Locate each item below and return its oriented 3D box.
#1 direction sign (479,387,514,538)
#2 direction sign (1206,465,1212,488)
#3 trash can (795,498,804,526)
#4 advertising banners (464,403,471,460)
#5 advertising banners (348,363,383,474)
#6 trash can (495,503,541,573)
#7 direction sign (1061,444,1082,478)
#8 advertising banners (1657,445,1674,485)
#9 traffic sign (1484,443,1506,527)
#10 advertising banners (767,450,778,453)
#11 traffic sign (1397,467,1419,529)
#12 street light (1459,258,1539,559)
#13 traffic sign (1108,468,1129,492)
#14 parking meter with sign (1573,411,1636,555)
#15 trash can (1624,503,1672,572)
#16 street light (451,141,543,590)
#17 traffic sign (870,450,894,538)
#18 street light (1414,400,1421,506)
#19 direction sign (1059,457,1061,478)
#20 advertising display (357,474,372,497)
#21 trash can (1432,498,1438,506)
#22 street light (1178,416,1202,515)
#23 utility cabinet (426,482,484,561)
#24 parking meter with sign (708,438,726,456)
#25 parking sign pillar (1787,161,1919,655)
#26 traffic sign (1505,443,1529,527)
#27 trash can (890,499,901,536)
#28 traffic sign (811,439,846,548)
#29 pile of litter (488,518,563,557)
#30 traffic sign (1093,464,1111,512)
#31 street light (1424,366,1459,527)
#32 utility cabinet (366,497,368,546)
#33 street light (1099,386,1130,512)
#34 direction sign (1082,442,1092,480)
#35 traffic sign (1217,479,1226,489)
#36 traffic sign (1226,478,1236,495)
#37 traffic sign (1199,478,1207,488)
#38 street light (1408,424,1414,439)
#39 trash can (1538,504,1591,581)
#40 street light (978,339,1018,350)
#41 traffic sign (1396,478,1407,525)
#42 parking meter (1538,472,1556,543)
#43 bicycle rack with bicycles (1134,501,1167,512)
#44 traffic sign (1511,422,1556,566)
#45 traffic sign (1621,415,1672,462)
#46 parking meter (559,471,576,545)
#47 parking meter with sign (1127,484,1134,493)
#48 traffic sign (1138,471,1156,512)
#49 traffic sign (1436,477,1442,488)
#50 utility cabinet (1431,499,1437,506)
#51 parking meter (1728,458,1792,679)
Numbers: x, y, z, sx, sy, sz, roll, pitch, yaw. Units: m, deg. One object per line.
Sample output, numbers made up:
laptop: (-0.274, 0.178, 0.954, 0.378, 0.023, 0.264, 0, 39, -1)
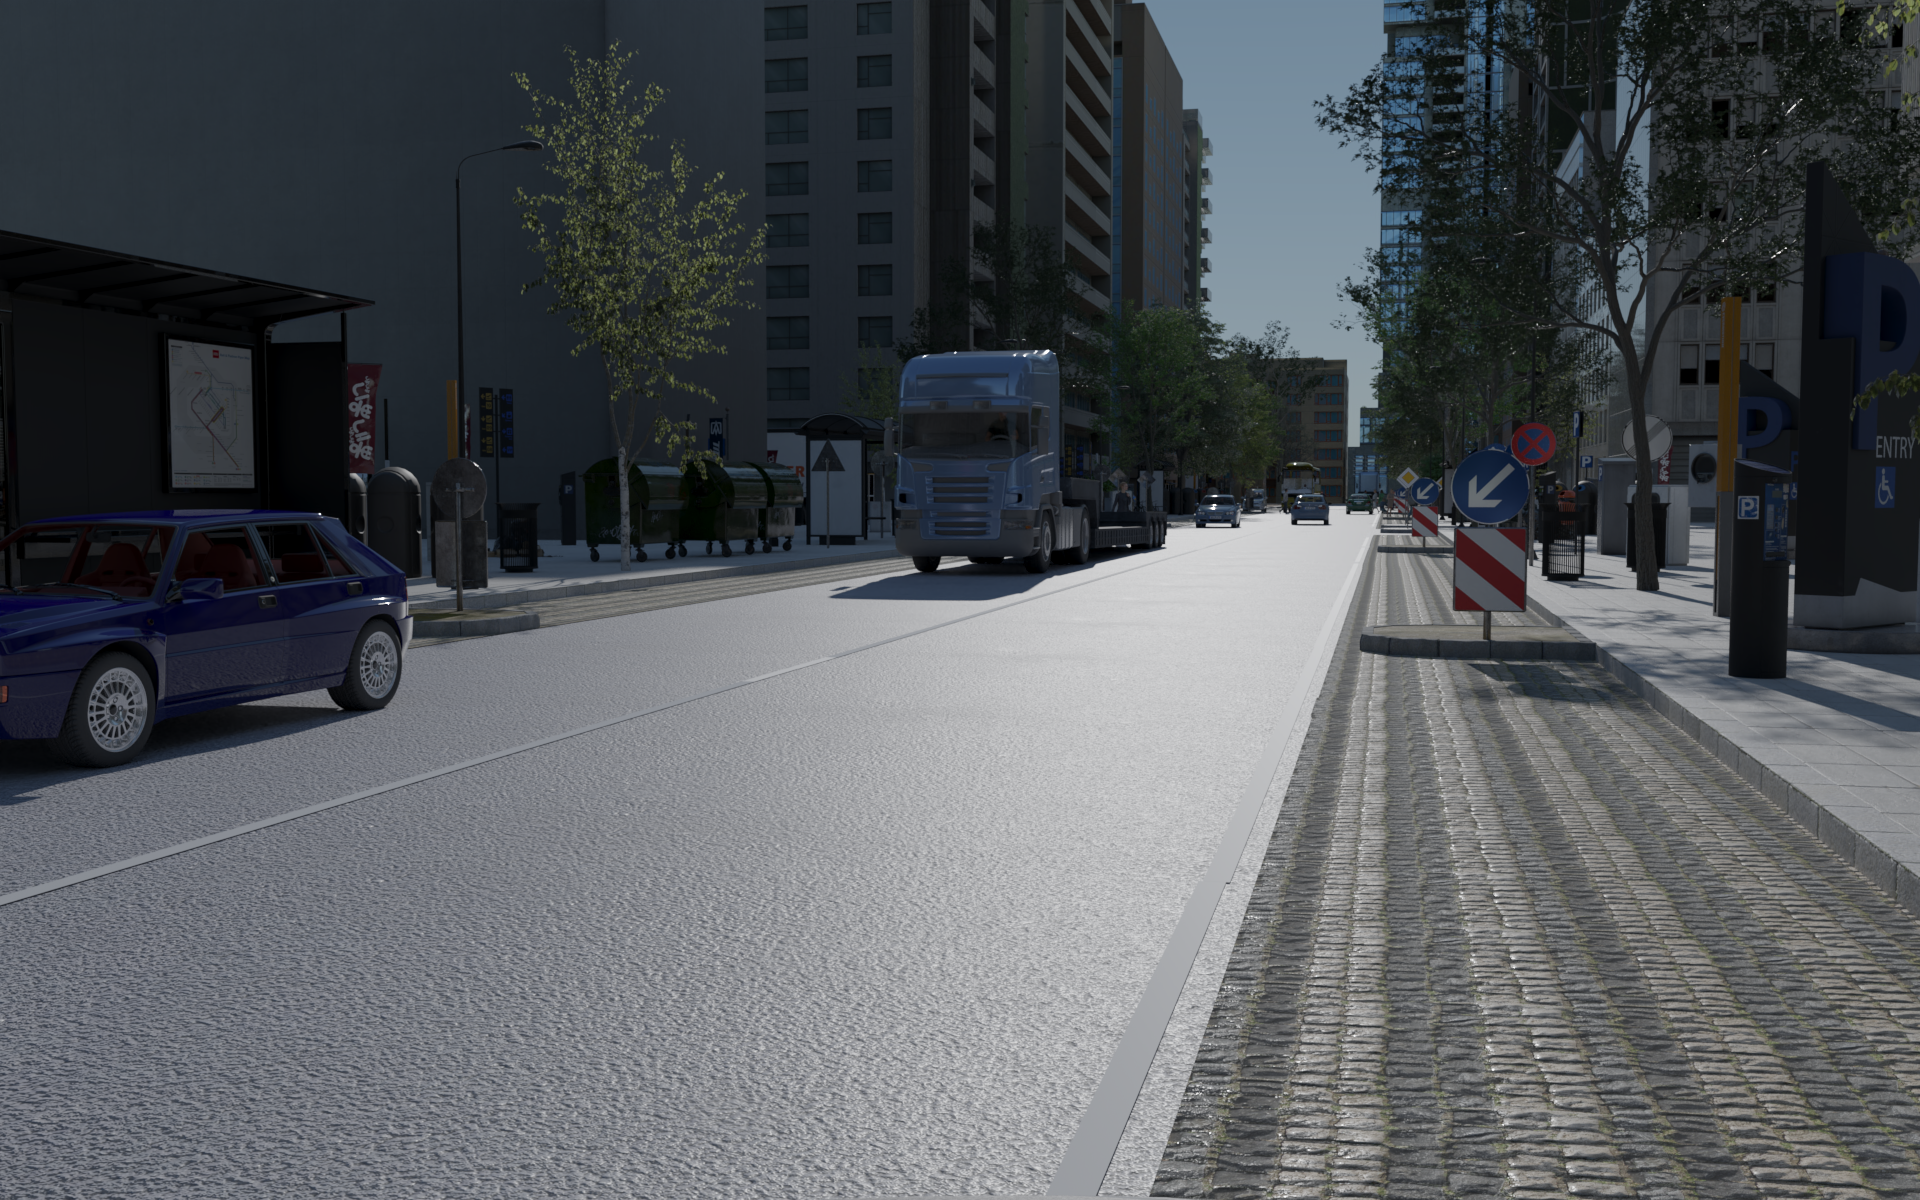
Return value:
direction sign: (-9.903, -2.757, 37.067, 0.379, 3.537, 0.876, 3, 4, 36)
direction sign: (17.902, -8.112, 124.634, 0.379, 3.537, 0.876, -1, 4, -19)
trash can: (-6.615, -3.553, 69.750, 0.748, 1.137, 0.748, 0, 3, 0)
advertising banners: (-10.005, -2.319, 34.111, 0.090, 3.025, 2.074, -3, 4, -36)
advertising banners: (-8.650, -1.629, 22.819, 2.074, 3.025, 0.090, -2, 4, -29)
trash can: (-7.235, -1.024, 28.388, 0.748, 1.137, 0.748, 0, 3, 0)
direction sign: (5.203, -5.322, 79.008, 0.876, 3.537, 0.379, 1, 4, 17)
advertising banners: (24.592, -4.052, 62.443, 2.074, 3.025, 0.090, 1, 4, 16)
traffic sign: (13.463, -2.659, 43.587, 0.768, 2.556, 0.104, 1, 4, 19)
advertising banners: (-8.243, -4.445, 68.857, 2.074, 3.025, 0.090, 0, 4, 6)
traffic sign: (16.570, -3.695, 64.057, 0.795, 2.450, 0.064, 1, 4, 14)
street light: (10.714, -3.766, 34.113, 1.470, 5.913, 1.316, 1, 4, 14)
traffic sign: (6.093, -3.854, 66.653, 0.795, 2.450, 0.064, 1, 4, 14)
parking meter with sign: (13.850, -2.460, 36.475, 1.738, 3.016, 0.543, 0, 4, 7)
trash can: (11.370, -1.041, 28.682, 0.748, 1.137, 0.748, 0, 3, 0)
street light: (-6.159, -3.090, 23.058, 1.470, 5.913, 1.316, 1, 4, 14)
traffic sign: (-2.264, -3.060, 50.139, 0.768, 2.556, 0.104, 1, 4, 23)
street light: (23.181, -6.884, 85.086, 1.470, 5.913, 1.316, 1, 4, 14)
direction sign: (5.942, -6.938, 105.427, 0.876, 3.537, 0.379, -2, 4, -32)
advertising display: (-15.438, -2.422, 44.811, 0.123, 1.923, 0.974, -3, 5, -40)
trash can: (37.721, -7.674, 137.122, 0.748, 1.137, 0.748, 0, 3, 0)
street light: (13.798, -8.029, 103.820, 1.470, 5.913, 1.316, 1, 4, 14)
utility cabinet: (-9.477, -1.460, 32.552, 1.173, 1.500, 0.318, 2, 4, 28)
parking meter with sign: (-7.681, -3.492, 53.359, 0.543, 3.016, 1.738, 0, 4, 6)
parking sign pillar: (7.523, -1.588, 14.438, 1.447, 3.967, 1.447, -3, 4, -37)
traffic sign: (13.066, -2.463, 40.381, 0.768, 2.556, 0.104, 2, 4, 23)
trash can: (-1.695, -2.395, 50.818, 0.748, 1.137, 0.748, 0, 3, 0)
traffic sign: (-3.108, -2.493, 40.761, 0.884, 2.594, 0.081, 1, 4, 21)
pile of litter: (-9.016, -1.308, 35.350, 1.719, 0.858, 1.176, 1, 4, 17)
traffic sign: (6.072, -4.532, 74.207, 0.768, 2.556, 0.104, 1, 4, 19)
street light: (17.738, -5.533, 63.012, 1.470, 5.913, 1.316, 1, 4, 14)
utility cabinet: (-13.621, -1.787, 40.379, 1.020, 1.237, 0.306, -2, 4, -24)
street light: (6.610, -6.253, 74.774, 1.470, 5.913, 1.316, 1, 4, 14)
direction sign: (5.663, -5.092, 75.256, 0.379, 3.537, 0.876, 1, 4, 10)
traffic sign: (22.412, -9.067, 148.352, 0.768, 2.556, 0.104, 1, 4, 22)
traffic sign: (21.625, -8.450, 138.267, 0.768, 2.556, 0.104, 1, 4, 15)
traffic sign: (18.972, -8.286, 135.577, 0.768, 2.556, 0.104, 1, 4, 14)
street light: (30.554, -8.682, 114.487, 1.470, 5.913, 1.316, 1, 4, 14)
trash can: (8.968, -0.861, 25.732, 0.748, 1.137, 0.748, 0, 3, 0)
street light: (1.054, -4.874, 52.234, 1.470, 5.913, 1.316, 1, 4, 14)
traffic sign: (18.483, -4.169, 71.810, 0.795, 2.450, 0.064, 1, 4, 14)
parking meter: (15.267, -2.407, 45.066, 0.399, 1.863, 0.255, -1, 4, -16)
bicycle rack with bicycles: (10.086, -4.991, 94.980, 2.852, 0.926, 2.925, -1, 4, -21)
traffic sign: (10.192, -1.879, 30.829, 0.768, 2.556, 0.104, 1, 4, 18)
traffic sign: (11.019, -1.697, 27.857, 0.768, 2.556, 0.104, 1, 4, 16)
parking meter: (-9.817, -2.300, 43.312, 0.399, 1.863, 0.255, -1, 4, -21)
parking meter with sign: (12.584, -8.132, 129.220, 1.738, 3.016, 0.543, 0, 4, -7)
traffic sign: (8.007, -4.328, 74.407, 0.795, 2.450, 0.064, 1, 4, 14)
traffic sign: (31.974, -6.957, 114.937, 0.795, 2.450, 0.064, 1, 4, 18)
utility cabinet: (38.035, -7.864, 139.736, 1.020, 1.237, 0.306, 1, 4, 22)
parking meter: (5.613, -0.229, 12.149, 0.372, 1.533, 0.369, 0, 3, 0)
